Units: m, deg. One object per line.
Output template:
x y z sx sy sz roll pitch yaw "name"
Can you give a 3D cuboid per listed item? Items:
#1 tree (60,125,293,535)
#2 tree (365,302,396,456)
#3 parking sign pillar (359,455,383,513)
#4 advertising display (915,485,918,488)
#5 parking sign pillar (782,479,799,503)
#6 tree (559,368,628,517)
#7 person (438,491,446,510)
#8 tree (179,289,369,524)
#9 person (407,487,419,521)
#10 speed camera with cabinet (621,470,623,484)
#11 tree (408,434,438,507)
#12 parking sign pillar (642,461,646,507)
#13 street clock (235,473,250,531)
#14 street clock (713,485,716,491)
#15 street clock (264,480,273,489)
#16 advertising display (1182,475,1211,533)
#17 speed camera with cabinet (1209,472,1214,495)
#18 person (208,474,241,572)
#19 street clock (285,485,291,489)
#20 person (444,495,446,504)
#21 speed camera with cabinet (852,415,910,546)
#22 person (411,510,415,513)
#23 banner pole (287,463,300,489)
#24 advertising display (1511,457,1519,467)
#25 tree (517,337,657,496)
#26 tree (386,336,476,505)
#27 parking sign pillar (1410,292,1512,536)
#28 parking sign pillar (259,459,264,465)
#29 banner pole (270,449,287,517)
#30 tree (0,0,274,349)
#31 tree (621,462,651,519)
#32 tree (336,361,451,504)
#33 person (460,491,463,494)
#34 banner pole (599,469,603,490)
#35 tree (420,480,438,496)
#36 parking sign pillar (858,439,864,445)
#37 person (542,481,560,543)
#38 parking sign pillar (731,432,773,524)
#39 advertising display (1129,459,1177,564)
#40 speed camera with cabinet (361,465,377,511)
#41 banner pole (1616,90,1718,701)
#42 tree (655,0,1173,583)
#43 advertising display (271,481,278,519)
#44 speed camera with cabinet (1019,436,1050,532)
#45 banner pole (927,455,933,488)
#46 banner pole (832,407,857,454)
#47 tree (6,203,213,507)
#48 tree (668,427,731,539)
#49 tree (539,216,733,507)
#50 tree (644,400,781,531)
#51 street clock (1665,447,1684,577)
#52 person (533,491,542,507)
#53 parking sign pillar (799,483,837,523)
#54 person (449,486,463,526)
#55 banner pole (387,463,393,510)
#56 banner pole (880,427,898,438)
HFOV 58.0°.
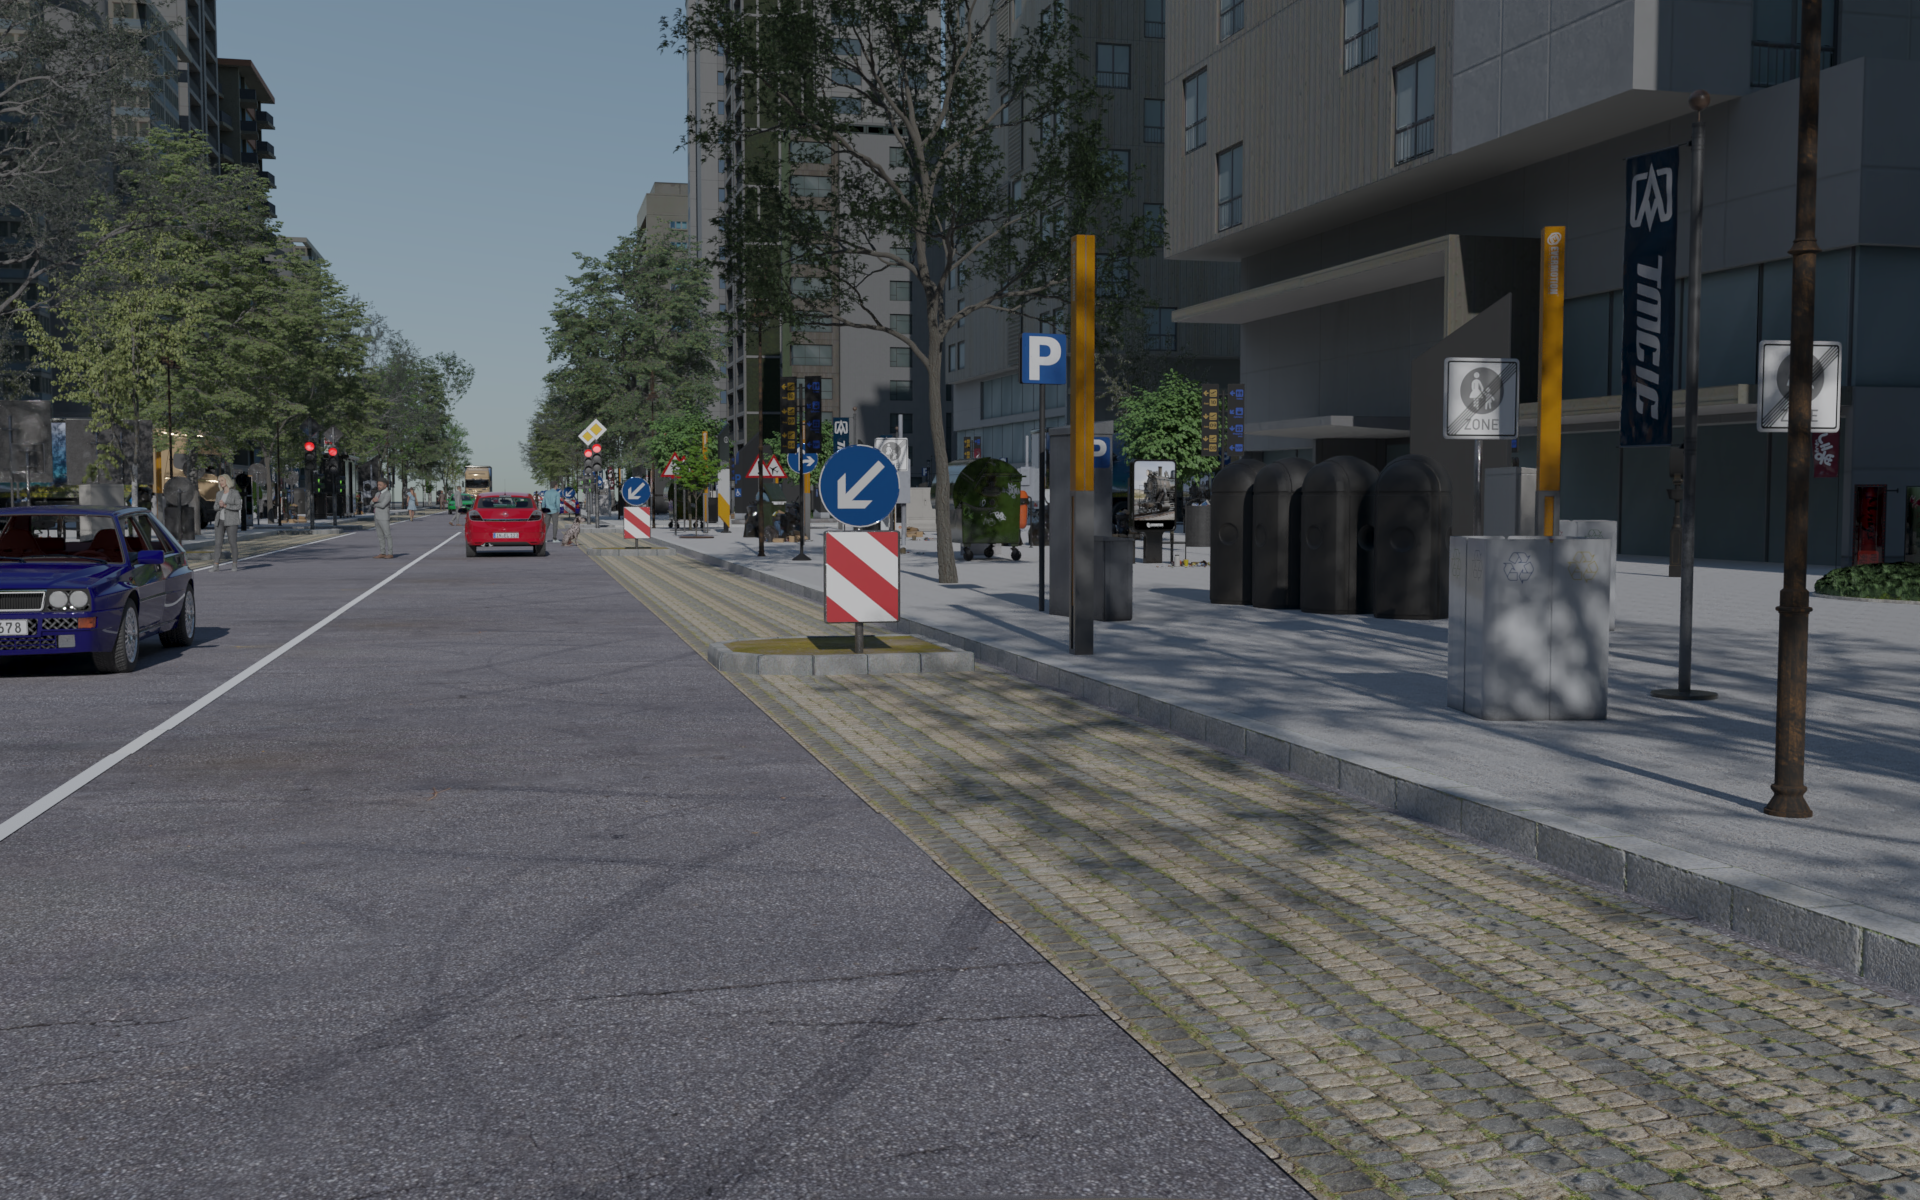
-24.096 -8.331 54.346 7.486 12.596 7.792 0 3 0 "tree"
-31.115 -10.081 82.951 7.486 12.596 7.792 0 3 0 "tree"
-40.647 -7.988 119.074 1.447 3.967 1.447 -1 4 -18 "parking sign pillar"
-3.030 -7.045 120.403 0.123 1.923 0.974 0 4 6 "advertising display"
-10.204 -7.189 106.019 1.447 3.967 1.447 0 4 7 "parking sign pillar"
-20.033 -9.026 97.943 4.360 8.622 3.978 0 3 0 "tree"
-47.172 -9.085 157.589 0.434 1.755 0.990 2 4 29 "person"
-29.743 -8.581 74.711 8.767 10.594 7.601 -1 4 -10 "tree"
-28.762 -5.040 90.990 0.616 1.811 0.778 -1 4 -20 "person"
-27.349 -9.090 142.965 0.660 3.252 2.038 -3 5 -43 "speed camera with cabinet"
-54.922 -13.855 176.889 4.360 8.622 3.978 0 3 0 "tree"
-21.660 -7.970 118.774 1.447 3.967 1.447 0 4 5 "parking sign pillar"
-24.944 -3.406 60.261 0.471 2.002 0.358 -1 4 -23 "street clock"
-20.394 -8.572 144.725 0.471 2.002 0.358 -2 4 -29 "street clock"
-36.289 -5.290 91.066 0.471 2.002 0.358 1 4 16 "street clock"
7.737 -3.152 56.742 0.974 1.923 0.123 2 4 32 "advertising display"
9.614 -4.528 68.370 0.660 3.252 2.038 1 4 18 "speed camera with cabinet"
-13.574 -1.429 32.048 0.537 1.800 0.526 1 4 16 "person"
-51.907 -7.908 133.870 0.358 2.002 0.471 0 4 4 "street clock"
-47.756 -9.073 160.071 0.599 1.433 0.991 0 4 -2 "person"
-2.013 -3.021 43.725 0.660 3.252 2.038 -2 4 -33 "speed camera with cabinet"
-40.993 -7.411 129.773 0.635 1.810 0.391 2 4 31 "person"
-43.671 -7.567 113.739 0.863 3.779 0.401 1 4 21 "banner pole"
9.636 -1.552 30.588 0.123 1.923 0.974 0 4 -1 "advertising display"
-28.347 -13.694 134.273 12.009 13.543 11.850 0 3 0 "tree"
-65.259 -21.576 208.649 12.611 20.169 13.585 0 3 0 "tree"
6.840 -2.153 23.668 1.447 3.967 1.447 2 4 25 "parking sign pillar"
-52.980 -8.694 130.615 1.447 3.967 1.447 1 4 9 "parking sign pillar"
-37.482 -6.410 94.827 0.401 3.779 0.863 1 4 16 "banner pole"
-16.552 -7.099 26.442 12.009 13.543 11.850 0 3 0 "tree"
-17.095 -5.818 89.723 1.663 3.219 1.824 0 3 0 "tree"
-44.895 -12.729 133.876 9.928 11.665 9.643 0 3 0 "tree"
-39.374 -7.820 136.454 0.694 1.812 0.767 -3 4 -38 "person"
-25.361 -8.060 121.802 0.863 3.779 0.401 3 4 37 "banner pole"
-56.045 -11.472 182.172 1.663 3.219 1.824 0 3 0 "tree"
-4.522 -5.957 85.874 1.447 3.967 1.447 2 4 32 "parking sign pillar"
-12.121 -2.612 51.228 0.660 1.820 0.620 1 4 18 "person"
-9.070 -5.236 74.074 1.447 3.967 1.447 2 4 34 "parking sign pillar"
3.568 -1.639 32.005 0.974 1.923 0.123 -2 4 -28 "advertising display"
-40.299 -7.474 116.532 2.038 3.252 0.660 1 4 15 "speed camera with cabinet"
4.498 -1.287 11.053 0.401 3.779 0.863 -1 4 -21 "banner pole"
-0.506 -5.523 24.717 7.601 10.594 8.767 0 4 7 "tree"
-38.023 -5.561 96.136 0.123 1.923 0.974 -2 4 -33 "advertising display"
2.951 -3.929 58.573 2.038 3.252 0.660 2 4 33 "speed camera with cabinet"
-1.947 -7.428 111.469 0.401 3.779 0.863 2 4 30 "banner pole"
-3.240 -3.647 49.653 0.863 3.779 0.401 0 4 2 "banner pole"
-20.915 -5.677 43.189 4.737 8.622 4.395 0 3 0 "tree"
-7.749 -3.409 50.339 1.663 3.219 1.824 0 3 0 "tree"
-15.204 -10.651 80.793 9.857 13.997 8.962 0 3 0 "tree"
-9.446 -4.722 60.925 4.285 4.588 4.351 0 3 0 "tree"
11.063 -1.354 26.716 0.358 2.002 0.471 2 4 27 "street clock"
-37.735 -8.886 154.503 1.217 1.735 0.721 0 4 5 "person"
-6.238 -5.465 77.831 1.447 3.967 1.447 -1 4 -20 "parking sign pillar"
-22.620 -4.250 78.111 0.853 1.813 0.709 -3 4 -36 "person"
-45.944 -9.157 139.730 0.401 3.779 0.863 1 4 19 "banner pole"
-2.569 -4.551 64.420 0.863 3.779 0.401 0 4 7 "banner pole"
